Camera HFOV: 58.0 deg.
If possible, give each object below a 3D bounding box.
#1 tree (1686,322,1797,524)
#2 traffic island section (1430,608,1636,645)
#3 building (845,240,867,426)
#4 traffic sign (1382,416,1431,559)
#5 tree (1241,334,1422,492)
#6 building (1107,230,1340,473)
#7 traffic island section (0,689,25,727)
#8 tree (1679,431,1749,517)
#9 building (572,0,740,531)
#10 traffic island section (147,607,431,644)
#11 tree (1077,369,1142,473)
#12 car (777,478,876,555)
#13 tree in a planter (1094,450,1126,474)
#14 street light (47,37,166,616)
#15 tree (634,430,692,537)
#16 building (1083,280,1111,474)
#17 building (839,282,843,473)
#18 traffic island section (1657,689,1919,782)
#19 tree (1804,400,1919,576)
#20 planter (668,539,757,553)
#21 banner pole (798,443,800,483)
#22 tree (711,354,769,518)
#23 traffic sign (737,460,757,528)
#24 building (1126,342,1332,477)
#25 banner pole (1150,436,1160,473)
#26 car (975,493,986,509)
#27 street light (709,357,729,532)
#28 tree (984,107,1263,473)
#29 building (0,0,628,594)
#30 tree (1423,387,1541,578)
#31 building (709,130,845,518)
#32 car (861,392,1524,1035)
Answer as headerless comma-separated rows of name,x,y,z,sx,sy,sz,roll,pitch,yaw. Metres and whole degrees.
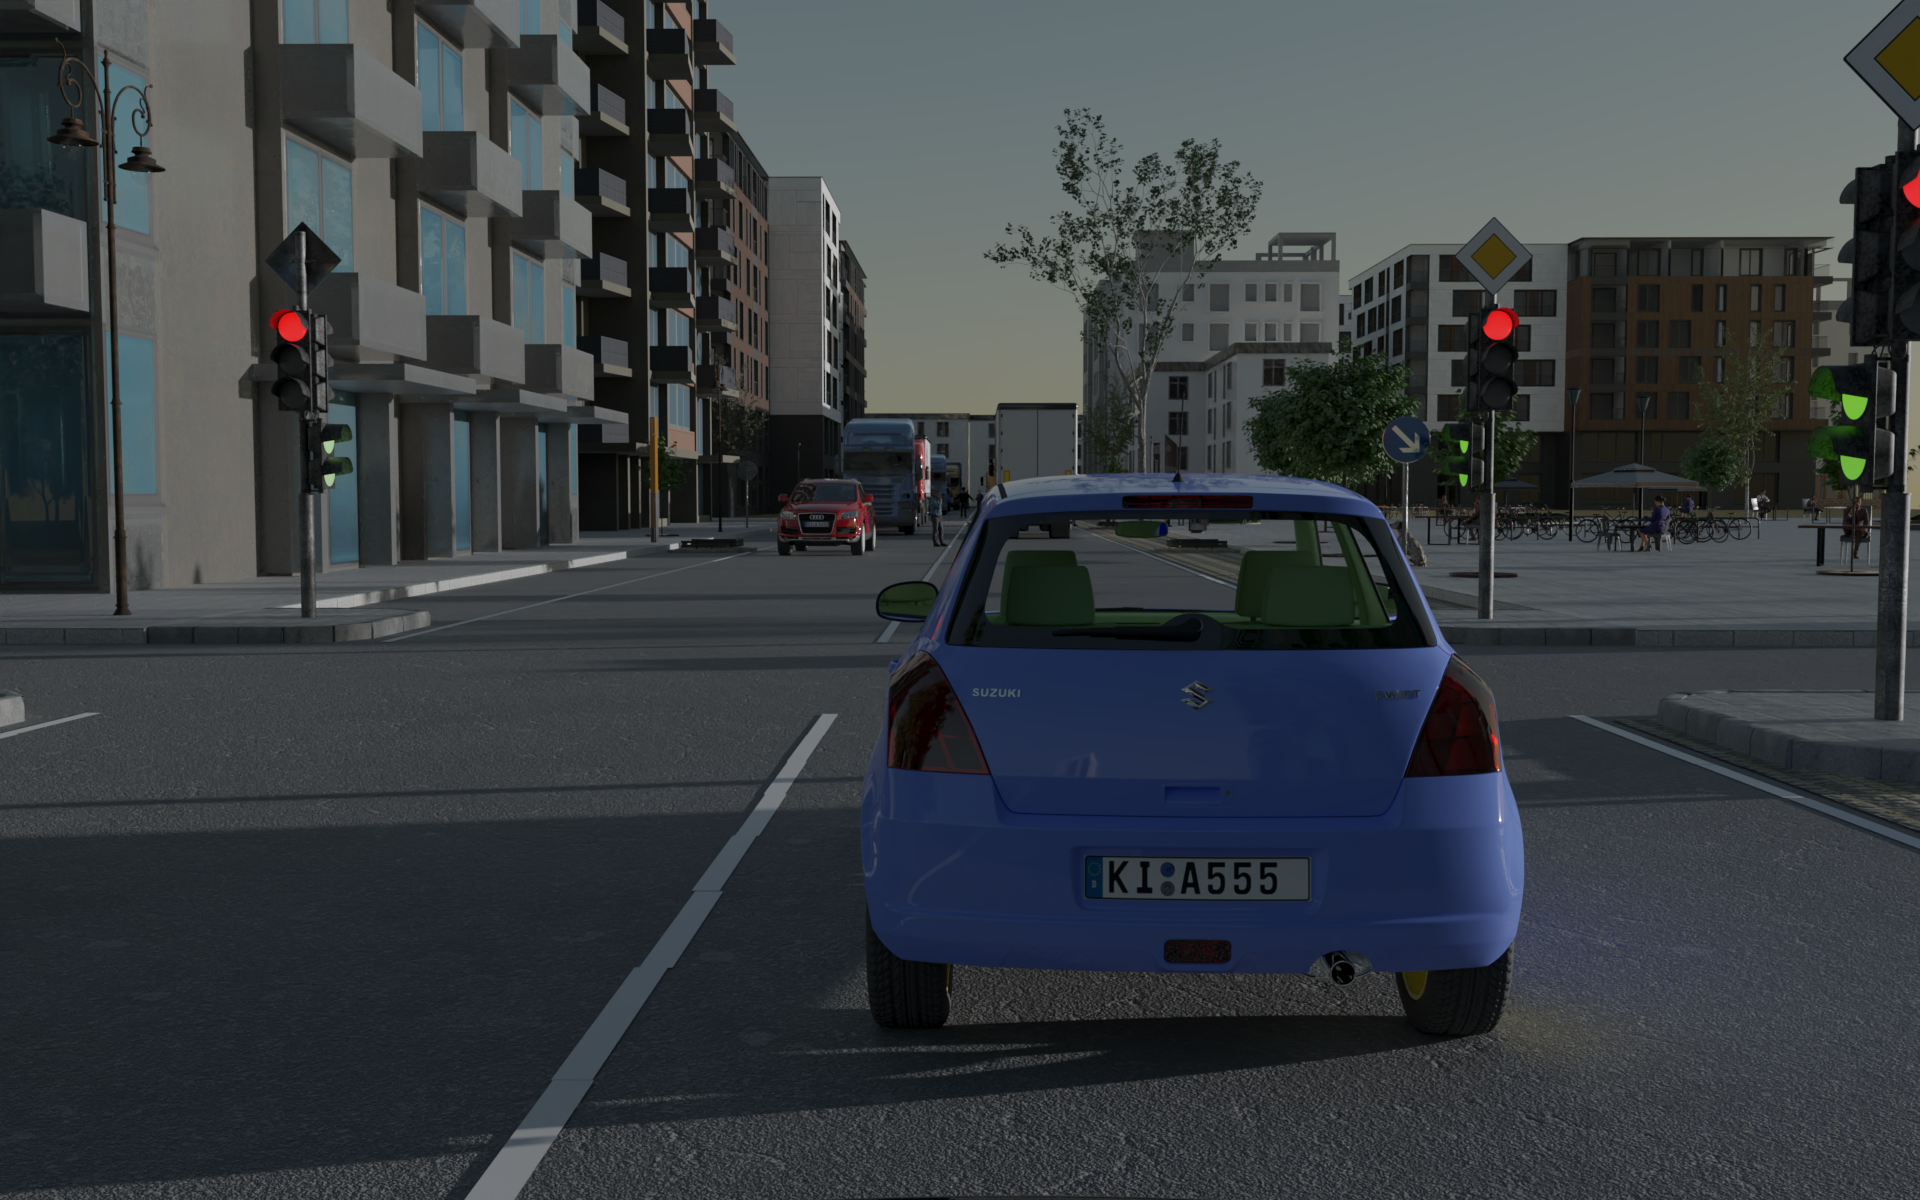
tree,33.340,-7.546,73.742,4.737,8.622,4.395,0,3,0
traffic island section,5.438,0.271,17.856,2.009,0.180,2.903,0,4,1
building,-25.212,-18.949,153.791,32.646,21.610,27.936,0,4,1
traffic sign,7.296,-1.729,28.381,0.768,2.556,0.104,1,4,9
tree,7.966,-3.177,35.660,4.285,4.588,4.351,0,3,0
building,19.231,-16.724,129.863,16.016,20.091,11.380,0,4,1
traffic island section,-6.924,0.747,10.064,2.009,0.180,2.903,0,4,1
tree,39.360,-6.536,90.585,4.285,4.588,4.351,0,3,0
building,-21.321,-25.490,71.392,22.147,44.769,28.867,0,4,1
traffic island section,-6.802,0.259,18.048,2.009,0.180,2.903,0,4,1
tree,8.936,-9.239,101.424,4.737,8.622,4.395,0,3,0
car,-3.196,-2.050,42.191,2.281,1.827,5.304,0,4,2
tree in a planter,6.238,-4.476,70.412,1.991,3.239,1.994,0,4,1
street light,-8.883,-2.777,18.189,0.468,5.910,1.993,0,4,1
tree,-9.042,-3.545,52.555,1.663,3.219,1.824,0,3,0
building,19.980,-17.421,151.285,16.747,18.905,31.486,0,4,1
building,-16.871,-16.884,132.472,16.016,20.091,11.380,0,4,1
traffic island section,5.315,0.759,9.872,2.009,0.180,2.903,0,4,1
tree,14.032,-2.003,27.356,1.663,3.219,1.824,0,3,0
planter,-6.100,-1.337,42.994,1.991,0.319,1.994,0,4,1
banner pole,-7.887,-5.798,84.820,0.401,3.779,0.863,0,4,-1
tree,-11.961,-8.584,90.704,4.360,8.622,3.978,0,3,0
traffic sign,-8.085,-4.011,65.692,0.768,2.556,0.104,0,4,4
building,16.207,-10.263,109.955,9.099,9.664,28.070,0,4,1
banner pole,8.326,-5.150,74.226,0.401,3.779,0.863,-2,4,-29
car,2.096,-7.388,130.387,1.945,1.707,3.694,0,4,0
street light,-8.110,-5.238,58.426,0.468,5.910,1.993,0,4,1
tree,7.778,-14.097,86.375,12.611,20.169,13.585,0,3,0
building,-20.277,-25.324,33.650,23.786,49.044,30.456,0,4,1
tree,8.008,-1.975,26.893,1.663,3.219,1.824,0,3,0
building,-22.826,-16.258,109.788,27.936,21.610,32.646,0,4,1
car,0.644,0.225,5.917,1.945,1.707,3.694,0,4,2
